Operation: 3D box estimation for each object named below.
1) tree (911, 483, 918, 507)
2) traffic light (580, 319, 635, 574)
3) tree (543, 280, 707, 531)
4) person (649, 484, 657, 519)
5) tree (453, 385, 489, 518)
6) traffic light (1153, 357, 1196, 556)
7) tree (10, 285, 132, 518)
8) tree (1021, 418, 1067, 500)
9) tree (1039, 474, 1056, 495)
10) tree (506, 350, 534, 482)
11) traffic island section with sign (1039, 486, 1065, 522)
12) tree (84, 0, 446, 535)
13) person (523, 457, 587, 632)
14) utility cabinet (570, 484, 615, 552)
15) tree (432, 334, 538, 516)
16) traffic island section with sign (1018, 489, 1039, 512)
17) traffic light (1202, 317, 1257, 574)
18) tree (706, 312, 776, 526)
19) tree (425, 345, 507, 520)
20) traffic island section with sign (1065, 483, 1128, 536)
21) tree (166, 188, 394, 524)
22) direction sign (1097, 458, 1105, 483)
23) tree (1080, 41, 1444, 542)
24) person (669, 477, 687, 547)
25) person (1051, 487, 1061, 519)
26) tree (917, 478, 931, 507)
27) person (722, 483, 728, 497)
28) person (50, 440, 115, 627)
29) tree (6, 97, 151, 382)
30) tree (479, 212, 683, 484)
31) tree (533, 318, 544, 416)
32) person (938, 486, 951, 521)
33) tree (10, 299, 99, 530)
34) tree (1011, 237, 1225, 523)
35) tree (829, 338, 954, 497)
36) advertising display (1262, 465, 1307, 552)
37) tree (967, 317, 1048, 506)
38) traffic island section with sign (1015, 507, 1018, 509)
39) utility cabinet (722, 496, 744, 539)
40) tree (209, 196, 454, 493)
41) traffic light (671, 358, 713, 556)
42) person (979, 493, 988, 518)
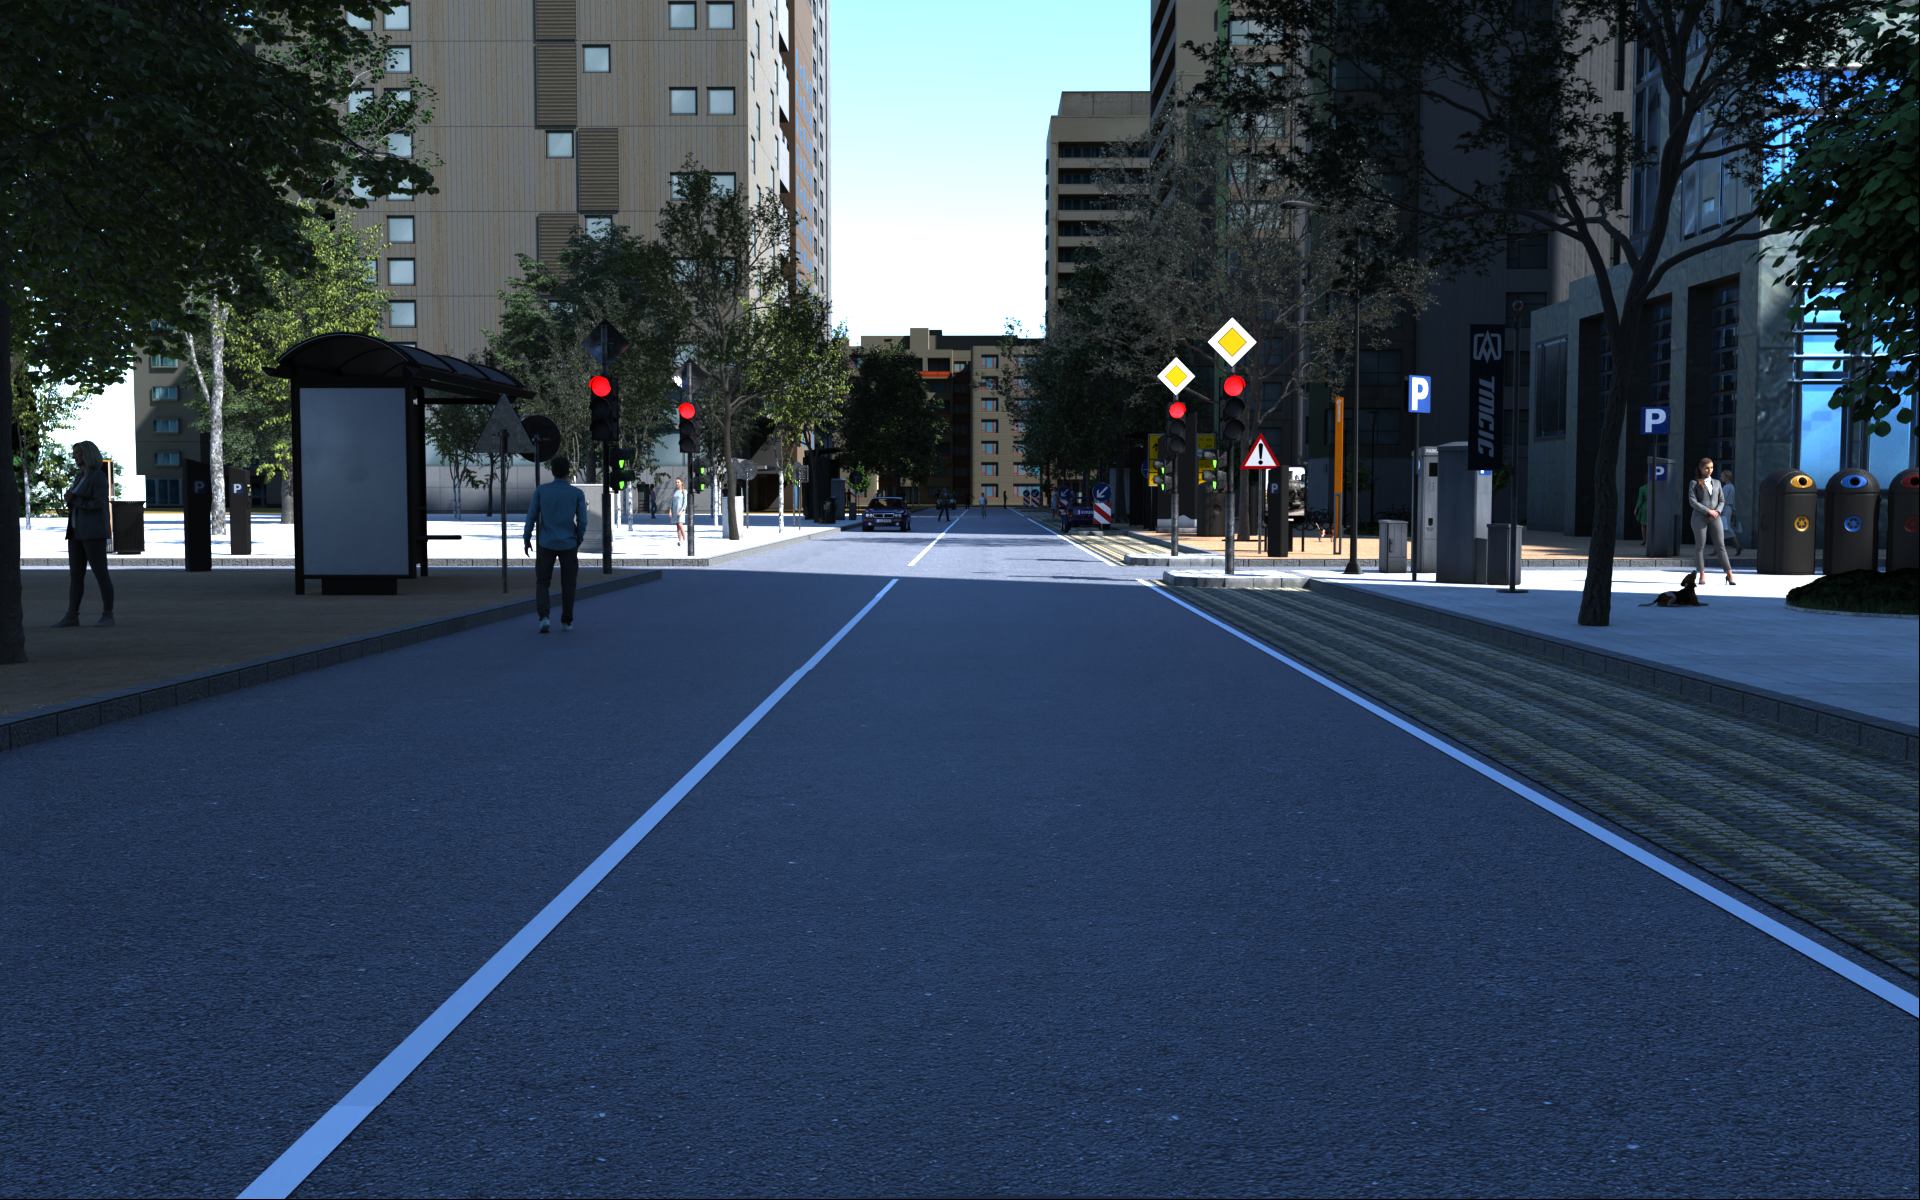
[{"bbox_3d":[-4.328,-13.283,167.541,4.737,8.622,4.395,0,3,0],"label":"tree"},{"bbox_3d":[-5.660,-2.375,27.755,0.839,4.253,0.868,0,4,1],"label":"traffic light"},{"bbox_3d":[-11.353,-6.650,59.084,4.360,8.622,3.978,0,3,0],"label":"tree"},{"bbox_3d":[-16.074,-5.181,90.760,0.388,1.821,0.555,-2,4,-29],"label":"person"},{"bbox_3d":[-26.637,-8.607,91.093,4.737,8.622,4.395,0,3,0],"label":"tree"},{"bbox_3d":[4.409,-2.856,35.621,0.839,4.253,0.868,0,4,1],"label":"traffic light"},{"bbox_3d":[-55.559,-11.781,94.434,18.604,14.587,13.155,1,4,13],"label":"tree"},{"bbox_3d":[8.620,-12.850,144.503,7.601,10.594,8.767,1,4,16],"label":"tree"},{"bbox_3d":[8.500,-10.528,166.727,1.663,3.219,1.824,0,3,0],"label":"tree"},{"bbox_3d":[-15.746,-7.281,69.409,4.360,8.622,3.978,0,3,0],"label":"tree"},{"bbox_3d":[5.172,-4.855,88.013,1.989,1.847,2.006,0,4,1],"label":"traffic island section with sign"},{"bbox_3d":[-22.511,-12.177,54.989,12.611,20.169,13.585,0,3,0],"label":"tree"},{"bbox_3d":[-4.216,-0.582,18.042,0.660,1.820,0.620,-1,4,-13],"label":"person"},{"bbox_3d":[-8.197,-1.794,38.017,1.173,1.500,0.318,1,4,12],"label":"utility cabinet"},{"bbox_3d":[-26.576,-10.051,98.750,7.601,10.594,8.767,0,4,-7],"label":"tree"},{"bbox_3d":[5.841,-7.886,137.559,1.989,1.847,2.006,0,4,1],"label":"traffic island section with sign"},{"bbox_3d":[4.301,-2.368,27.636,0.839,4.253,0.868,0,4,1],"label":"traffic light"},{"bbox_3d":[-9.576,-7.279,69.371,4.360,8.622,3.978,0,3,0],"label":"tree"},{"bbox_3d":[-24.652,-8.289,85.895,4.360,8.622,3.978,0,3,0],"label":"tree"},{"bbox_3d":[4.792,-3.162,60.330,1.989,1.847,2.006,0,4,1],"label":"traffic island section with sign"},{"bbox_3d":[-28.848,-10.243,74.133,9.857,13.997,8.962,0,3,0],"label":"tree"},{"bbox_3d":[6.848,-5.634,84.113,0.379,3.537,0.876,-1,4,-21],"label":"direction sign"},{"bbox_3d":[7.753,-8.335,46.645,12.009,13.543,11.850,0,3,0],"label":"tree"},{"bbox_3d":[-6.868,-2.165,42.439,0.512,1.701,0.522,2,4,26],"label":"person"},{"bbox_3d":[4.966,-4.948,89.491,0.778,1.811,0.616,0,4,5],"label":"person"},{"bbox_3d":[-4.337,-13.905,177.702,4.360,8.622,3.978,0,3,0],"label":"tree"},{"bbox_3d":[-13.627,-5.871,101.395,0.648,1.900,0.474,0,4,-8],"label":"person"},{"bbox_3d":[-8.425,-0.639,16.668,0.537,1.800,0.526,3,5,42],"label":"person"},{"bbox_3d":[-24.329,-7.187,43.266,9.928,11.665,9.643,0,3,0],"label":"tree"},{"bbox_3d":[-17.192,-10.612,80.156,9.857,13.997,8.962,0,3,0],"label":"tree"},{"bbox_3d":[-12.977,-6.975,64.398,4.360,8.622,3.978,0,3,0],"label":"tree"},{"bbox_3d":[-0.851,-5.089,91.614,0.836,1.842,0.656,3,5,40],"label":"person"},{"bbox_3d":[-33.043,-6.803,61.587,4.737,8.622,4.395,0,3,0],"label":"tree"},{"bbox_3d":[6.974,-9.740,76.250,9.611,12.733,9.660,0,3,0],"label":"tree"},{"bbox_3d":[-5.260,-12.874,127.493,9.611,12.733,9.660,0,3,0],"label":"tree"},{"bbox_3d":[7.207,-2.033,38.457,0.974,1.923,0.123,0,4,-6],"label":"advertising display"},{"bbox_3d":[7.635,-20.167,185.620,12.611,20.169,13.585,0,3,0],"label":"tree"},{"bbox_3d":[6.210,-9.565,165.022,1.989,1.847,2.006,0,4,1],"label":"traffic island section with sign"},{"bbox_3d":[-6.552,-2.369,49.887,0.306,1.237,1.020,-2,4,-28],"label":"utility cabinet"},{"bbox_3d":[-15.810,-5.634,42.475,4.737,8.622,4.395,0,3,0],"label":"tree"},{"bbox_3d":[-5.551,-2.864,35.740,0.839,4.253,0.868,0,4,1],"label":"traffic light"},{"bbox_3d":[1.419,-5.655,103.553,0.503,1.515,0.523,-1,4,-22],"label":"person"}]
